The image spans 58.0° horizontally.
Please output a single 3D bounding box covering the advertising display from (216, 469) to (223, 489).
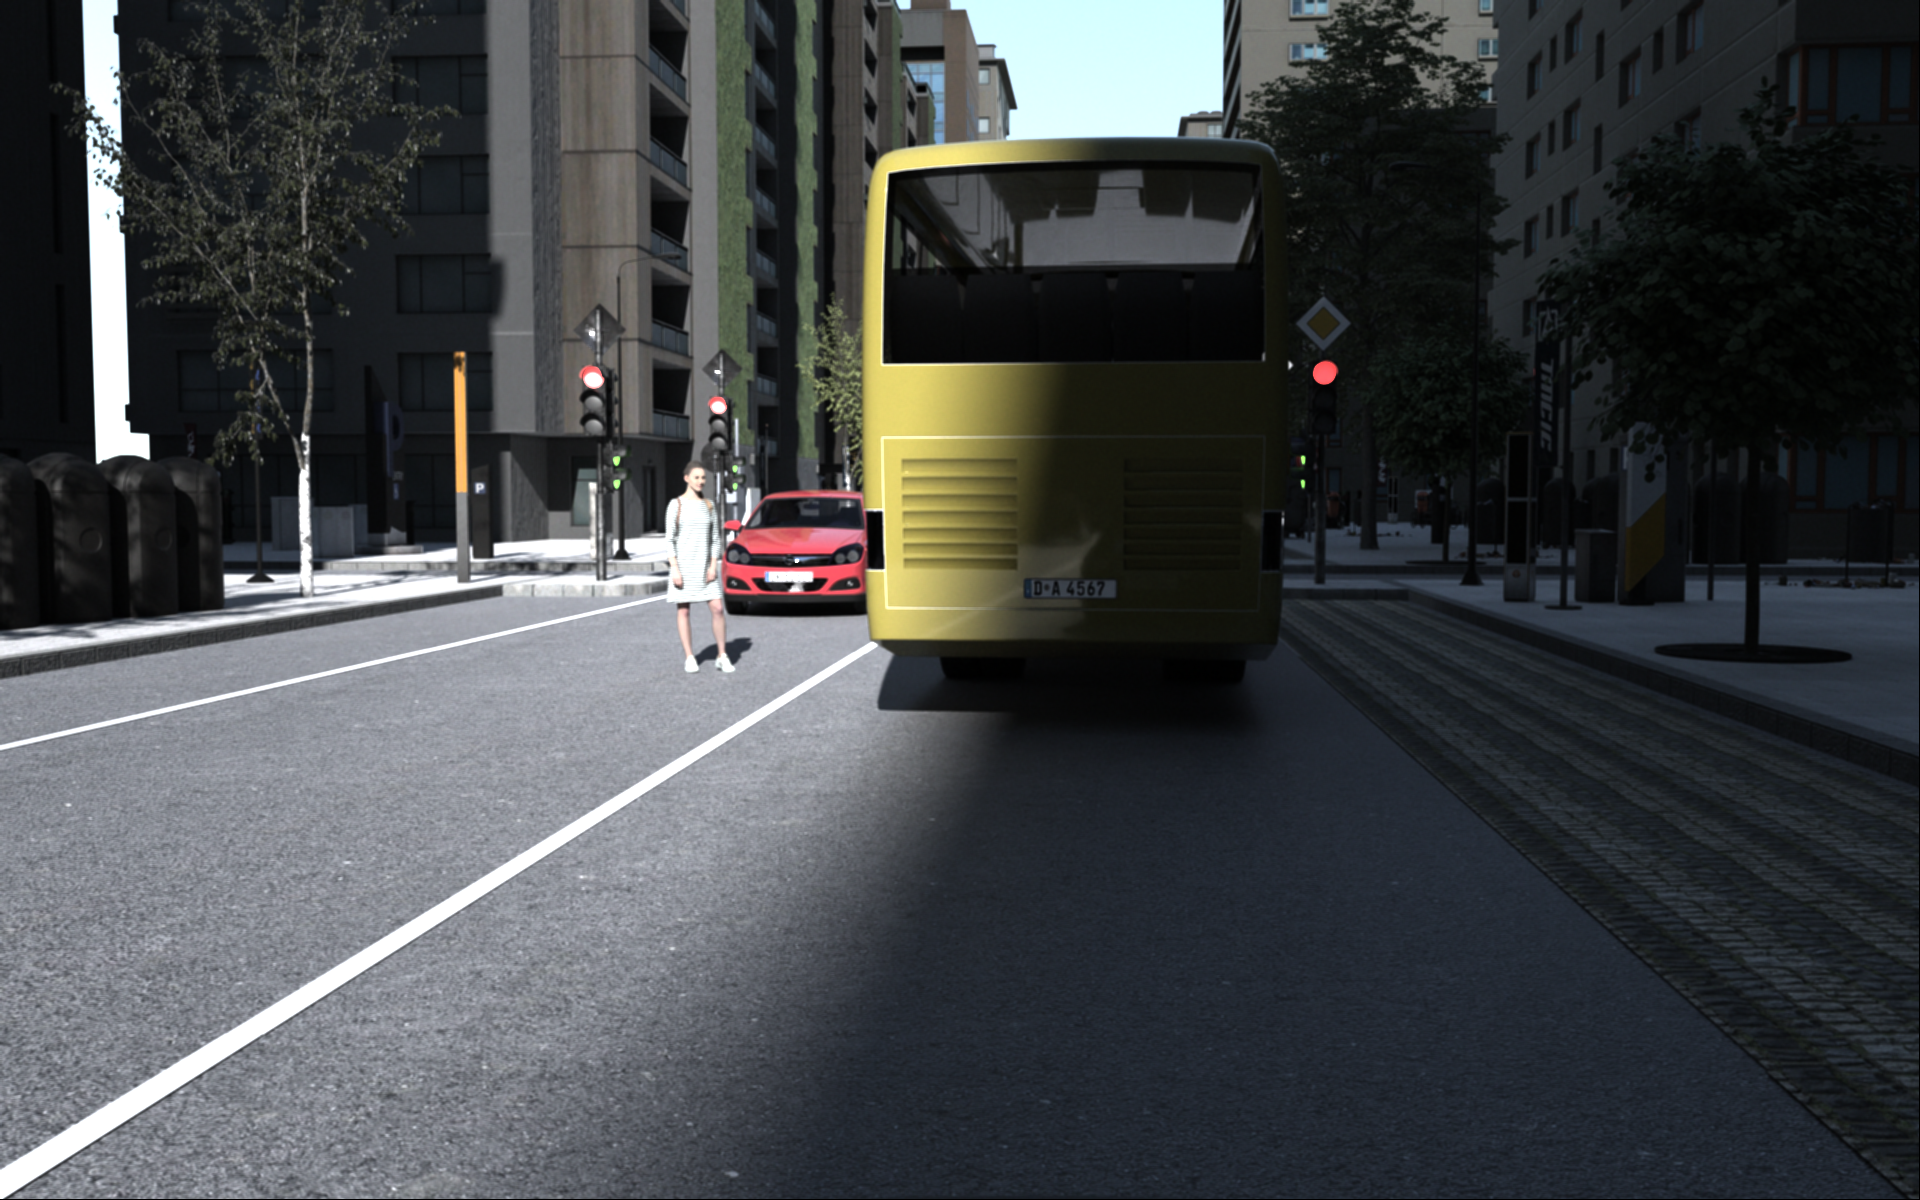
[{"bbox_3d":[-19.602,-2.422,44.818,0.974,1.923,0.123,-2,4,-27],"label":"advertising display"}]

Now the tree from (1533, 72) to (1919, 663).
[{"bbox_3d":[6.304,-1.838,13.769,4.285,4.588,4.351,0,3,0],"label":"tree"}]

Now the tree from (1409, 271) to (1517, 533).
[{"bbox_3d":[15.907,-6.469,56.136,4.737,8.622,4.395,0,3,0],"label":"tree"}]

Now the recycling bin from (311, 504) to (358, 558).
[{"bbox_3d":[-12.720,-1.369,34.942,0.722,1.027,0.722,-3,5,-43],"label":"recycling bin"}]

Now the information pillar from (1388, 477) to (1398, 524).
[{"bbox_3d":[18.568,-4.268,74.273,0.304,2.012,0.304,-2,4,-31],"label":"information pillar"}]

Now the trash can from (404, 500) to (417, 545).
[{"bbox_3d":[-12.658,-1.683,39.165,0.748,1.137,0.748,0,3,0],"label":"trash can"}]

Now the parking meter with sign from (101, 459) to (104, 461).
[{"bbox_3d":[-43.862,-5.586,87.586,1.738,3.016,0.543,1,4,13],"label":"parking meter with sign"}]

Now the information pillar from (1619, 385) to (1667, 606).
[{"bbox_3d":[7.893,-1.747,19.916,0.504,3.616,0.183,-1,4,-17],"label":"information pillar"}]

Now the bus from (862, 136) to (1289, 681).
[{"bbox_3d":[1.371,-1.509,16.213,2.896,3.916,12.252,0,4,7],"label":"bus"}]

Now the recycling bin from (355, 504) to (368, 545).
[{"bbox_3d":[-14.687,-1.857,42.918,0.722,1.027,0.722,-3,4,-36],"label":"recycling bin"}]

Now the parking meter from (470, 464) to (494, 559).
[{"bbox_3d":[-9.470,-1.748,34.297,0.399,1.863,0.255,0,4,5],"label":"parking meter"}]

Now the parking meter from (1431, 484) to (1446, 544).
[{"bbox_3d":[12.400,-2.228,44.843,0.372,1.533,0.369,0,3,0],"label":"parking meter"}]

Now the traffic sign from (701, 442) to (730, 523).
[{"bbox_3d":[-5.853,-2.530,41.472,0.768,2.556,0.104,1,4,13],"label":"traffic sign"}]

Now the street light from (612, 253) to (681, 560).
[{"bbox_3d":[-6.055,-3.730,33.533,1.470,5.913,1.316,0,4,5],"label":"street light"}]

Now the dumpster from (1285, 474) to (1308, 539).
[{"bbox_3d":[9.429,-2.725,50.308,1.264,1.857,1.865,0,4,5],"label":"dumpster"}]

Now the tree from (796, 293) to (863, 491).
[{"bbox_3d":[-3.905,-6.950,63.995,4.737,8.622,4.395,0,3,0],"label":"tree"}]

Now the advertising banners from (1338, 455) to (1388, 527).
[{"bbox_3d":[15.905,-4.413,68.346,2.074,3.025,0.090,1,4,22],"label":"advertising banners"}]

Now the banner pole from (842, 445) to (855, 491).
[{"bbox_3d":[-4.904,-5.330,77.166,0.863,3.779,0.401,-3,4,-39],"label":"banner pole"}]

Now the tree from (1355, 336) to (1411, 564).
[{"bbox_3d":[8.869,-2.937,31.726,4.285,4.588,4.351,0,3,0],"label":"tree"}]

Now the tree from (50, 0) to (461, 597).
[{"bbox_3d":[-8.399,-4.343,21.376,4.360,8.622,3.978,0,3,0],"label":"tree"}]

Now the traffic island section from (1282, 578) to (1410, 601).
[{"bbox_3d":[5.162,-0.151,24.753,2.009,0.180,2.903,0,4,5],"label":"traffic island section"}]

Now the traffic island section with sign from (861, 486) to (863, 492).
[{"bbox_3d":[-2.784,-2.787,54.190,1.989,1.847,2.006,0,4,5],"label":"traffic island section with sign"}]

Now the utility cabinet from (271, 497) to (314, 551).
[{"bbox_3d":[-15.195,-1.732,39.484,0.306,1.237,1.020,2,4,25],"label":"utility cabinet"}]

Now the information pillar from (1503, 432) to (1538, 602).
[{"bbox_3d":[6.691,-0.988,20.654,0.304,2.012,0.304,2,4,34],"label":"information pillar"}]

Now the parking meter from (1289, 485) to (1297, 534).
[{"bbox_3d":[10.757,-3.100,56.402,0.399,1.863,0.255,1,4,18],"label":"parking meter"}]

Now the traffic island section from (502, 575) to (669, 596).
[{"bbox_3d":[-5.337,-0.209,25.696,2.009,0.180,2.903,0,4,5],"label":"traffic island section"}]

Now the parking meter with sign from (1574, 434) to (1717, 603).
[{"bbox_3d":[8.242,-1.491,20.647,1.738,3.016,0.543,-1,4,-11],"label":"parking meter with sign"}]

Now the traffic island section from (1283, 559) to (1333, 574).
[{"bbox_3d":[5.876,-0.638,32.706,2.009,0.180,2.903,0,4,5],"label":"traffic island section"}]

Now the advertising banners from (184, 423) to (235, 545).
[{"bbox_3d":[-18.821,-2.889,43.424,0.090,3.025,2.074,1,4,8],"label":"advertising banners"}]

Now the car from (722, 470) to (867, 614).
[{"bbox_3d":[-1.843,-0.794,22.018,2.155,1.783,4.494,0,4,3],"label":"car"}]

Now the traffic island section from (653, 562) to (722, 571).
[{"bbox_3d":[-4.623,-0.695,33.649,2.009,0.180,2.903,0,4,5],"label":"traffic island section"}]

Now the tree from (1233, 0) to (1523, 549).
[{"bbox_3d":[9.175,-7.437,39.717,7.486,12.596,7.792,0,3,0],"label":"tree"}]

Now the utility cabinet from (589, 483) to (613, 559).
[{"bbox_3d":[-7.046,-1.554,34.085,0.318,1.500,1.173,0,4,-4],"label":"utility cabinet"}]

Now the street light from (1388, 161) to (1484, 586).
[{"bbox_3d":[6.683,-3.167,24.317,1.470,5.913,1.316,0,4,5],"label":"street light"}]

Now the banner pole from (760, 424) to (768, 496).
[{"bbox_3d":[-7.013,-4.406,62.051,0.401,3.779,0.863,-2,4,-28],"label":"banner pole"}]

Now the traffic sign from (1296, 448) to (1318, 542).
[{"bbox_3d":[9.282,-2.803,45.928,0.768,2.556,0.104,1,4,11],"label":"traffic sign"}]

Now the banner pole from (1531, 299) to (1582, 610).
[{"bbox_3d":[6.685,-1.802,19.480,0.401,3.779,0.863,-1,4,-16],"label":"banner pole"}]
